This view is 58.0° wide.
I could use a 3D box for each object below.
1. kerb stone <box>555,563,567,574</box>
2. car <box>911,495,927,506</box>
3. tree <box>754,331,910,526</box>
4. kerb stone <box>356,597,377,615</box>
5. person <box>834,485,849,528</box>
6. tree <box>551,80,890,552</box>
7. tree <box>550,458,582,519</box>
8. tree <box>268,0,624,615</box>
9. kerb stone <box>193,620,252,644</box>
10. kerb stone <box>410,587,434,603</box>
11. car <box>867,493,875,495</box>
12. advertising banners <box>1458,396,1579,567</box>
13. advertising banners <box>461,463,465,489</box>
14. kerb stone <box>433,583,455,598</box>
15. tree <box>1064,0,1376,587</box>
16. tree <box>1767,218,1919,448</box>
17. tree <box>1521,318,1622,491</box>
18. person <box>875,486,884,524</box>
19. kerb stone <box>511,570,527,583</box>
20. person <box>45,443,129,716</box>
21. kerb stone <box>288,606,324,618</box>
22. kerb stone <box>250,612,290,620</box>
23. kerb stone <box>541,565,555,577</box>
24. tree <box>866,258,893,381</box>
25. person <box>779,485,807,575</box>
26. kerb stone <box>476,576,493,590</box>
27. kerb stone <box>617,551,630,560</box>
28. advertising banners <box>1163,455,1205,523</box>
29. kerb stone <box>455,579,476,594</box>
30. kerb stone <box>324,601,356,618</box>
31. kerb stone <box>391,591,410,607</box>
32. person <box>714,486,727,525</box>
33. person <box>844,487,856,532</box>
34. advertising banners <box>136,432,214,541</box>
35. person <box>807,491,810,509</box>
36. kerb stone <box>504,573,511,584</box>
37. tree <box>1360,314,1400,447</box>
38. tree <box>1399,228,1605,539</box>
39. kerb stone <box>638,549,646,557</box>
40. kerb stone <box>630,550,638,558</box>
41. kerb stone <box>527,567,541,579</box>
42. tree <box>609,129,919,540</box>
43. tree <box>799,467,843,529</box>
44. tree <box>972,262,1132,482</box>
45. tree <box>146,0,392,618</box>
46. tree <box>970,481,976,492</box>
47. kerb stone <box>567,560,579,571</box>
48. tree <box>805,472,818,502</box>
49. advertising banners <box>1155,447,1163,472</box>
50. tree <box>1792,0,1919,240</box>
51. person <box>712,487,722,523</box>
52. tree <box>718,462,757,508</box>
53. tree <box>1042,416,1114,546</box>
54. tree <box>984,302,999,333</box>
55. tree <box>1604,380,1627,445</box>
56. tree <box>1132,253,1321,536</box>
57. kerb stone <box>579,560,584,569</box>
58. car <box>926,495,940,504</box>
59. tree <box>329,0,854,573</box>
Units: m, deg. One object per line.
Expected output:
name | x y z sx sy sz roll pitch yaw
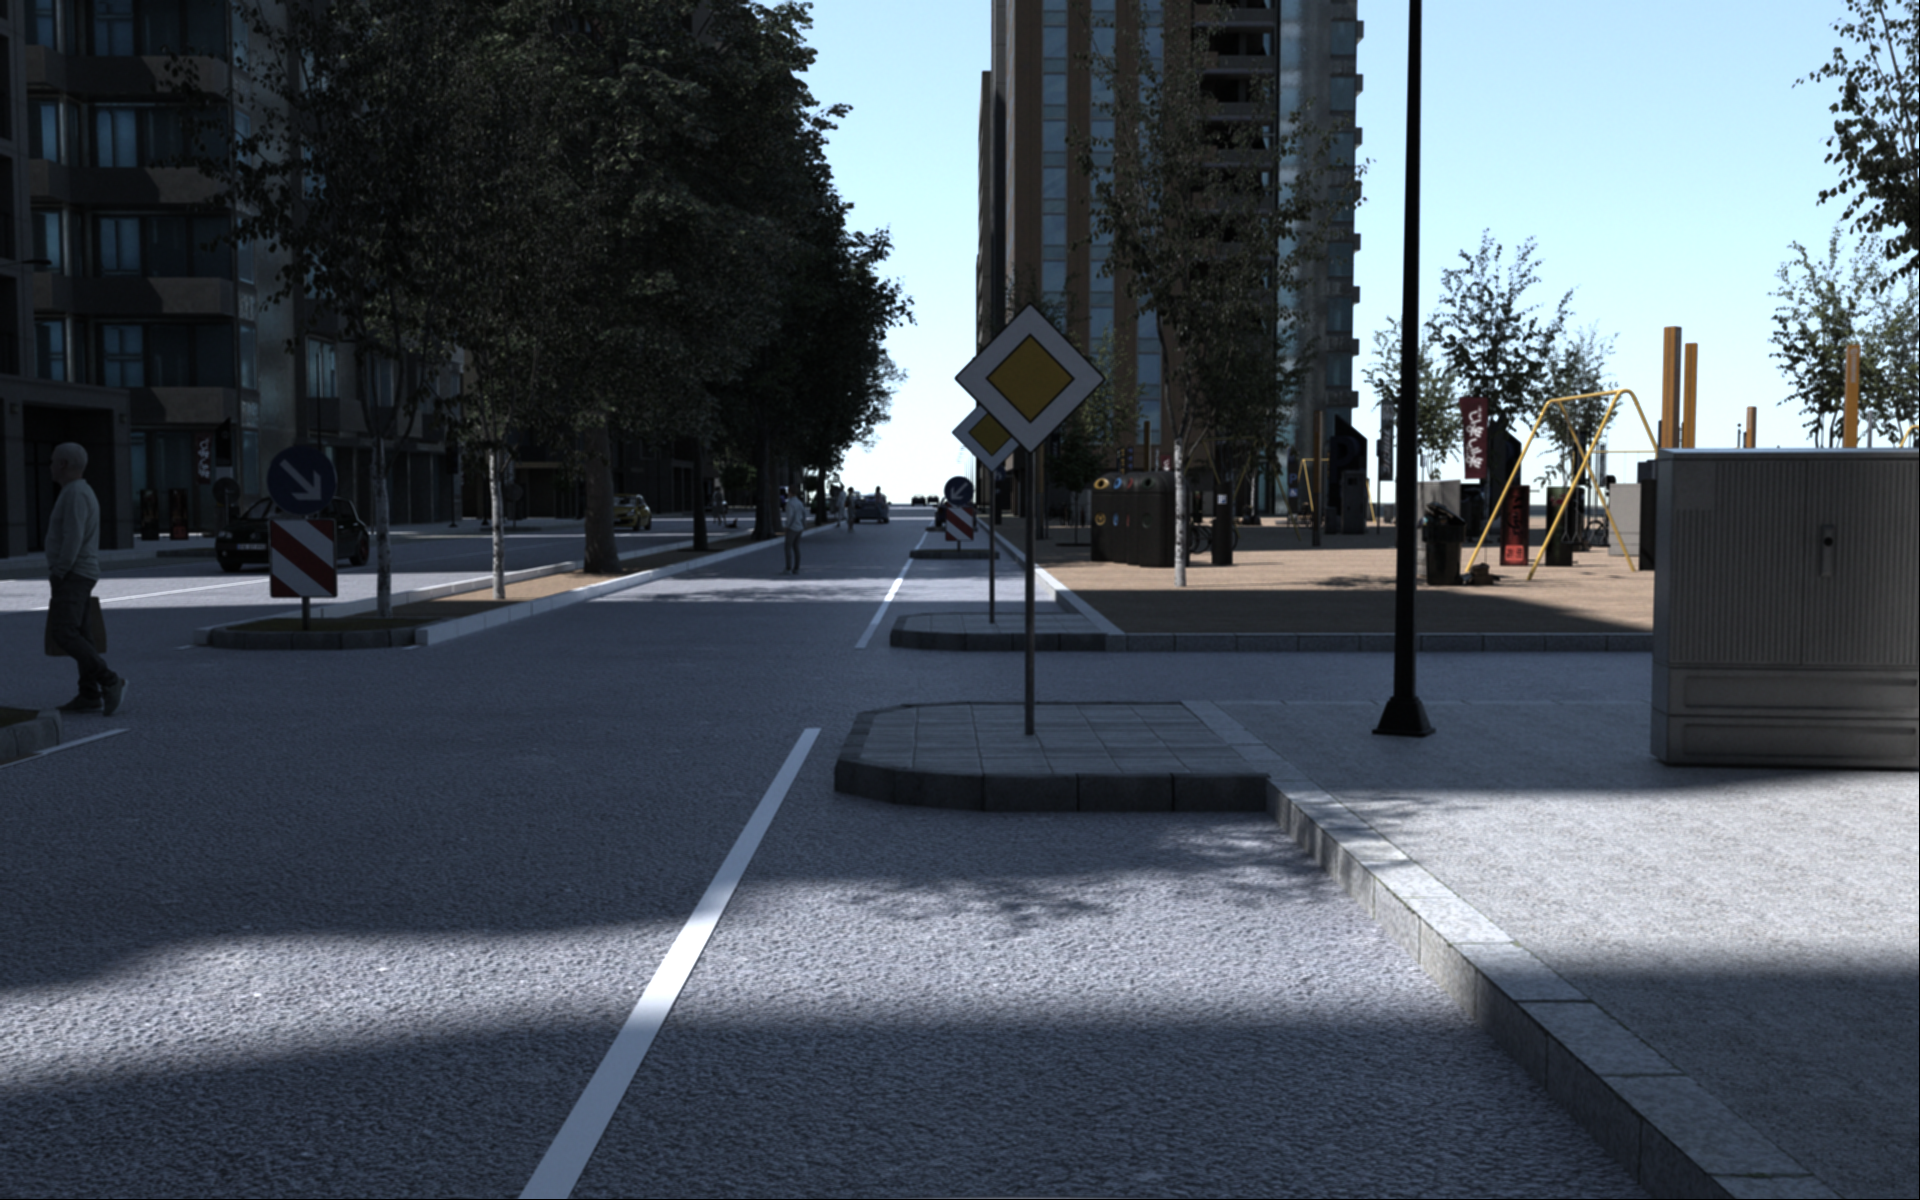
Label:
kerb stone | -7.301 -0.548 31.243 0.120 0.150 1.000 0 4 0
car | -4.978 -12.043 209.482 1.945 1.354 3.894 0 4 -1
tree | -6.410 -8.588 77.286 8.767 10.594 7.601 0 4 0
kerb stone | -7.234 0.077 20.988 0.120 0.150 1.000 0 4 0
person | -4.986 -4.021 74.116 0.818 1.842 0.514 0 4 7
tree | -6.574 -7.018 42.950 9.928 11.665 9.643 0 3 0
tree | -20.457 -5.844 90.149 1.663 3.219 1.824 0 3 0
tree | -6.224 -4.290 22.956 4.360 8.622 3.978 0 3 0
kerb stone | -7.200 0.324 16.899 0.120 0.150 1.000 0 4 0
kerb stone | -7.244 -0.050 23.031 0.120 0.150 1.000 0 4 0
car | -9.687 -11.178 192.348 1.945 1.707 3.694 0 4 2
advertising banners | 9.914 -2.117 30.802 2.074 3.025 0.090 1 4 19
advertising banners | -26.578 -5.749 90.180 2.074 3.025 0.090 1 4 18
kerb stone | -7.252 -0.114 24.053 0.120 0.150 1.000 0 4 0
tree | 3.139 -4.475 23.526 4.360 8.622 3.978 0 3 0
tree | 23.925 -5.928 47.280 4.737 8.622 4.395 0 3 0
tree | 25.921 -7.510 73.155 4.360 8.622 3.978 0 3 0
person | -3.894 -4.572 83.265 0.388 1.821 0.555 1 4 22
kerb stone | -7.276 -0.366 28.177 0.120 0.150 1.000 0 4 0
person | -5.775 -0.148 11.411 0.515 1.767 0.782 -2 4 -24
kerb stone | -7.228 0.199 18.943 0.120 0.150 1.000 0 4 0
kerb stone | -7.210 0.264 17.921 0.120 0.150 1.000 0 4 0
kerb stone | -7.284 -0.491 30.221 0.120 0.150 1.000 0 4 0
tree | -6.861 -9.453 63.663 9.857 13.997 8.962 0 3 0
person | -2.981 -1.265 30.998 0.330 1.601 0.589 3 4 38
kerb stone | -7.261 -0.238 26.120 0.120 0.150 1.000 0 4 0
kerb stone | -7.338 -0.929 37.385 0.120 0.150 1.000 0 4 0
advertising banners | 9.862 -4.937 76.913 2.074 3.025 0.090 2 4 27
kerb stone | -7.253 -0.177 25.088 0.120 0.150 1.000 0 4 0
kerb stone | -7.220 0.137 19.965 0.120 0.150 1.000 0 4 0
kerb stone | -7.240 0.014 22.009 0.120 0.150 1.000 0 4 0
person | -10.977 -4.318 79.441 0.599 1.781 0.374 2 4 24
person | -4.089 -3.387 64.876 0.522 1.701 0.512 -1 4 -18
advertising banners | -21.809 -3.182 48.216 2.074 3.025 0.090 -3 4 -39
person | -14.348 -9.504 164.602 0.721 1.735 1.217 0 4 -2
kerb stone | -7.268 -0.303 27.148 0.120 0.150 1.000 0 4 0
tree | 17.559 -7.139 67.080 4.737 8.622 4.395 0 3 0
tree | 15.148 -6.025 48.869 4.737 8.622 4.395 0 3 0
kerb stone | -7.354 -1.050 39.437 0.120 0.150 1.000 0 4 0
kerb stone | -7.353 -0.990 38.414 0.120 0.150 1.000 0 4 0
kerb stone | -7.283 -0.426 29.199 0.120 0.150 1.000 0 4 0
tree | -6.074 -8.174 53.104 9.611 12.733 9.660 0 3 0
tree | -6.397 -7.230 71.024 4.360 8.622 3.978 0 3 0
tree | 2.452 -6.358 54.321 4.737 8.622 4.395 0 3 0
tree | -6.293 -4.017 18.503 4.360 8.622 3.978 0 3 0
tree | 1.108 -14.113 225.352 1.663 3.219 1.824 0 3 0
kerb stone | -7.313 -0.616 32.264 0.120 0.150 1.000 0 4 0
tree | -21.683 -16.426 252.282 4.285 4.588 4.351 0 3 0
advertising banners | 7.097 -4.181 64.554 0.090 3.025 2.074 2 4 25
tree | 11.279 -4.217 19.318 4.360 8.622 3.978 0 3 0
person | -11.805 -4.618 84.234 0.478 1.798 0.641 -3 4 -38
tree | -20.743 -11.291 168.315 4.285 4.588 4.351 0 3 0
tree | 2.763 -2.957 42.954 1.663 3.219 1.824 0 3 0
tree | 2.646 -6.815 61.788 4.360 8.622 3.978 0 3 0
tree | 28.642 -8.004 81.229 4.737 8.622 4.395 0 3 0
tree | 8.594 -6.287 53.161 4.737 8.622 4.395 0 3 0
kerb stone | -7.316 -0.678 33.286 0.120 0.150 1.000 0 4 0
car | -3.860 -14.431 248.519 1.945 1.354 3.894 0 3 0
tree | -6.465 -7.445 30.843 9.857 13.997 8.962 0 3 0
